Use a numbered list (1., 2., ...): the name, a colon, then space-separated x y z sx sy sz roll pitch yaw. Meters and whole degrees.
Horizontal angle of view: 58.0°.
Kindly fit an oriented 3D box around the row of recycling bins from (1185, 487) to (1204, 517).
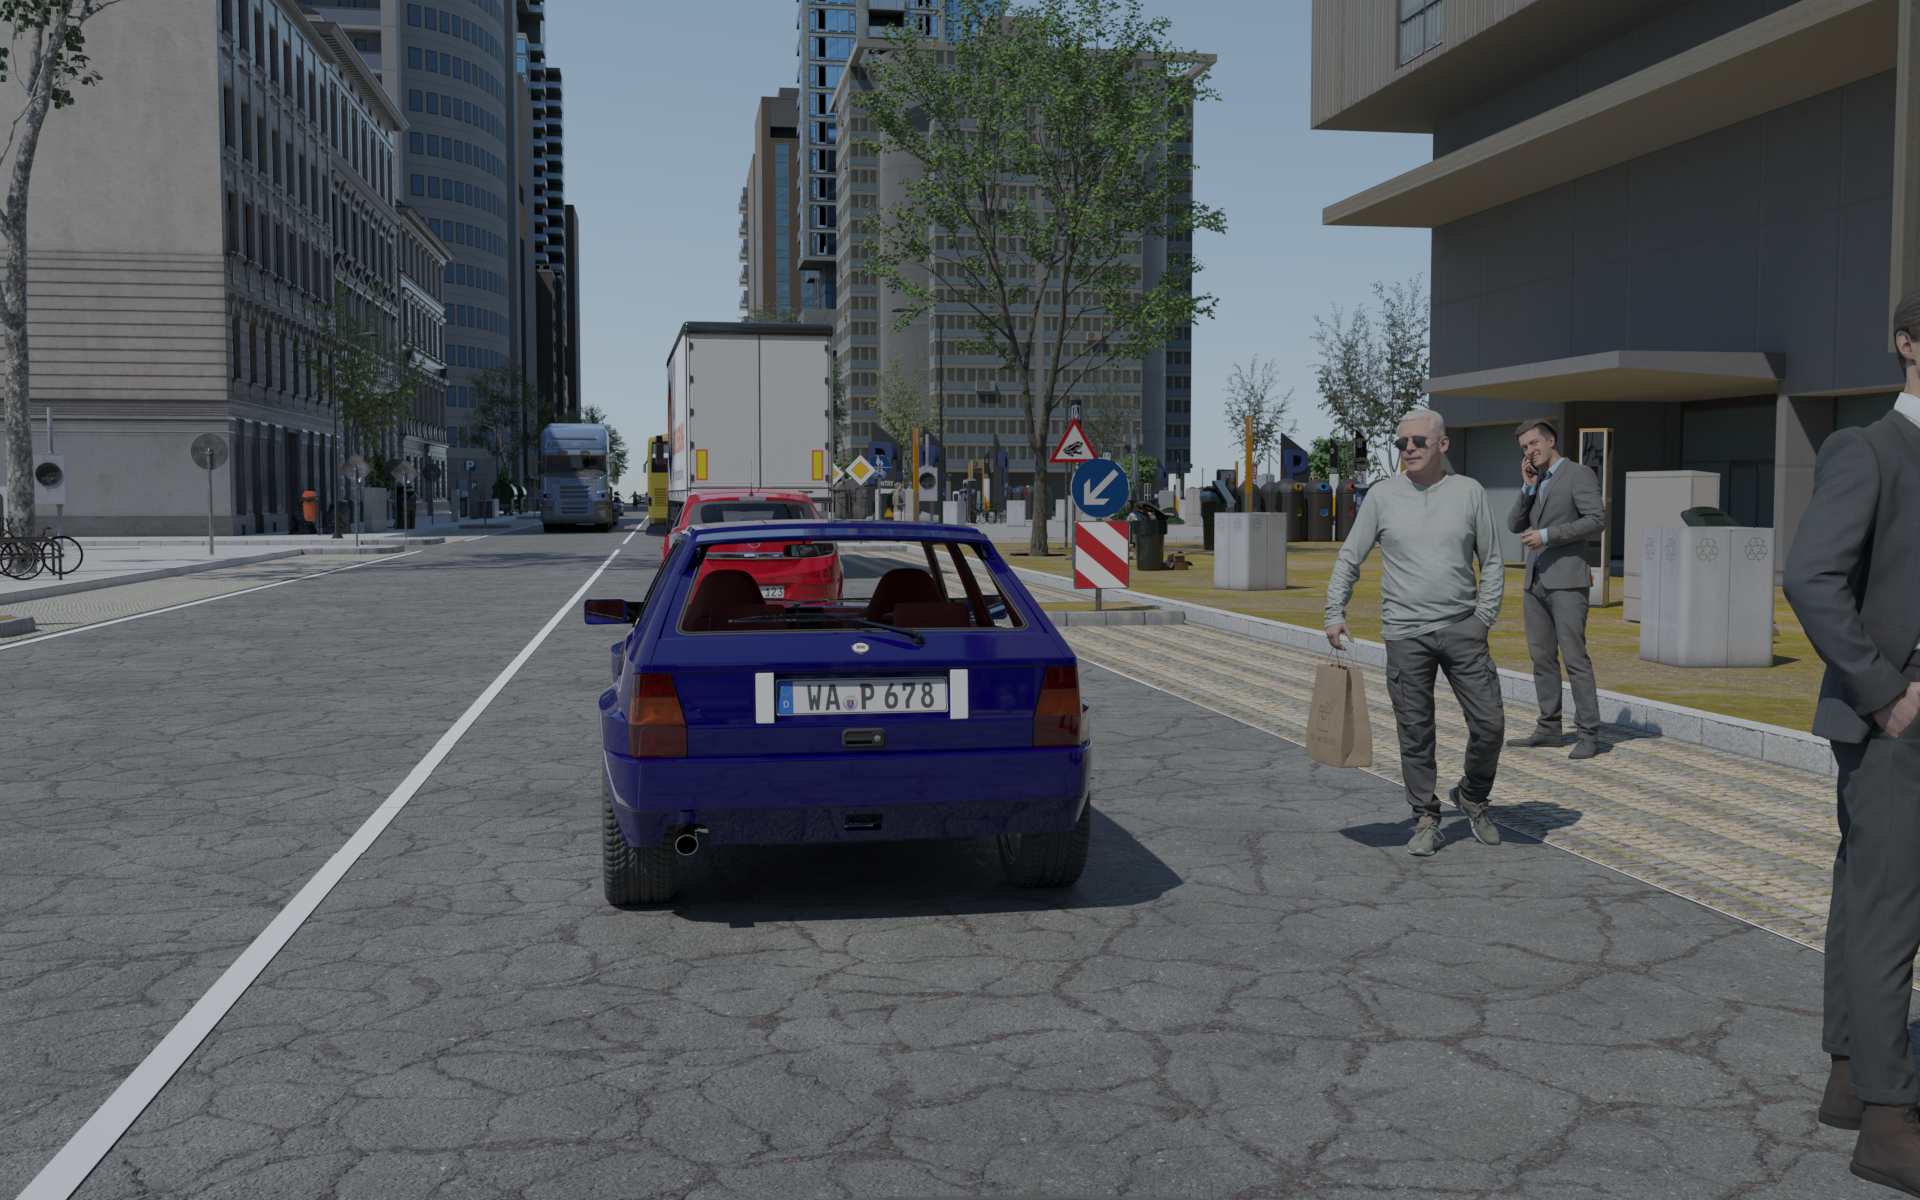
1. row of recycling bins: 14.019 -5.637 99.278 1.069 1.692 3.534 -1 4 -21

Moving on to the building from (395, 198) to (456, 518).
1. building: -35.444 -14.356 99.342 10.561 19.102 19.286 -1 4 -10

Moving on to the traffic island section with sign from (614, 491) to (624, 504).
1. traffic island section with sign: -50.771 -15.131 256.016 1.989 1.847 2.006 -1 4 -10

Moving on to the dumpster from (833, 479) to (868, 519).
1. dumpster: -4.141 -3.699 66.235 1.264 1.857 1.865 -1 4 -10

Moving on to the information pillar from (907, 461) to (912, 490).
1. information pillar: -3.464 -7.804 118.957 0.183 3.616 0.504 2 4 28

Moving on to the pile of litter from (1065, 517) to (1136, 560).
1. pile of litter: 2.920 -1.223 33.959 1.719 0.858 1.176 0 4 3

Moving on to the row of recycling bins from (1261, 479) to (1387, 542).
1. row of recycling bins: 10.056 -2.418 46.648 3.534 1.692 1.069 -1 4 -10

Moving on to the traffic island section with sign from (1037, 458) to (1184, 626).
1. traffic island section with sign: 1.297 -0.671 19.595 1.989 1.847 2.006 -1 4 -10

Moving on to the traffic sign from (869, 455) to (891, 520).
1. traffic sign: -2.617 -3.442 56.375 0.768 2.556 0.104 0 4 -7

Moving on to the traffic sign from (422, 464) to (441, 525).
1. traffic sign: -22.114 -4.430 72.537 0.768 2.556 0.104 0 4 -5

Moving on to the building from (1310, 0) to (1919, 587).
1. building: 22.443 -26.557 23.441 28.713 52.752 27.495 -1 4 -10

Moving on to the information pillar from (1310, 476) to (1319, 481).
1. information pillar: 14.808 -4.155 72.426 0.304 2.012 0.304 -1 4 -15

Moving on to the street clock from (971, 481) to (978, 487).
1. street clock: 0.694 -5.380 92.541 0.471 2.002 0.358 -3 4 -36

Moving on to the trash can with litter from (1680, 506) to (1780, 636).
1. trash can with litter: 6.835 -0.239 15.295 0.624 1.170 1.055 -1 4 -12

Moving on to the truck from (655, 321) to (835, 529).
1. truck: -4.385 -2.745 33.802 2.839 4.237 11.283 -1 4 -11

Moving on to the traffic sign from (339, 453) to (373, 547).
1. traffic sign: -14.660 -2.350 42.063 0.795 2.450 0.064 -1 4 -10

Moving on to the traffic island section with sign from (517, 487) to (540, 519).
1. traffic island section with sign: -24.310 -5.537 99.163 1.989 1.847 2.006 -1 4 -10

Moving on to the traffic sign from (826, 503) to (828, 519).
1. traffic sign: -5.658 -4.498 73.646 0.768 2.556 0.104 -1 4 -9

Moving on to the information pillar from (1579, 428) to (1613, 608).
1. information pillar: 7.167 -0.922 19.565 0.304 2.012 0.304 2 4 32

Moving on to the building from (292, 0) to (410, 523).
1. building: -31.975 -15.266 78.483 11.050 23.489 19.941 -1 4 -10

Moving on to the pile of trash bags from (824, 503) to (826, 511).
1. pile of trash bags: -10.230 -6.760 120.272 1.912 1.369 3.447 -1 4 -18

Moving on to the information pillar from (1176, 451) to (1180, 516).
1. information pillar: 11.858 -6.288 94.158 0.183 3.616 0.504 -1 4 -12

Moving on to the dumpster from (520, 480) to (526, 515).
1. dumpster: -28.061 -6.497 108.725 1.502 2.255 1.985 -1 4 -10

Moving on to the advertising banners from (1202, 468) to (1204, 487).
1. advertising banners: 15.999 -7.293 115.432 0.090 3.025 2.074 1 4 22

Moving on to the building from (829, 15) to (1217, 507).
1. building: 2.499 -27.716 145.044 32.217 40.220 23.993 -1 4 -10

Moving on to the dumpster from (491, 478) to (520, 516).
1. dumpster: -26.851 -6.070 101.732 1.502 2.255 1.985 -1 4 -10

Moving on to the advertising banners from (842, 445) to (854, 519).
1. advertising banners: -4.118 -4.109 63.377 0.090 3.025 2.074 0 4 7

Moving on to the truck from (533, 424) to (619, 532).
1. truck: -15.640 -5.032 72.027 2.967 4.110 18.799 -1 4 -10

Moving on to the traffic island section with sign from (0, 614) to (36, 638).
1. traffic island section with sign: -10.515 -0.533 17.345 1.989 1.847 2.006 -1 4 -10

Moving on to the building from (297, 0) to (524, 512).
1. building: -46.310 -36.255 134.772 21.231 58.520 28.212 -1 4 -10

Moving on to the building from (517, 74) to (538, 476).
1. building: -51.859 -32.443 180.556 14.600 45.320 14.200 -1 4 -10

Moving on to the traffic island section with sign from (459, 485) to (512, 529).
1. traffic island section with sign: -19.758 -3.885 72.143 1.989 1.847 2.006 -1 4 -10

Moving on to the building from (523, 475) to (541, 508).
1. building: -56.220 -28.671 160.650 32.217 40.220 23.993 -1 4 -10

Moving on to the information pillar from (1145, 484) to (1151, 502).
1. information pillar: 13.026 -7.084 120.312 0.304 2.012 0.304 -3 5 -43

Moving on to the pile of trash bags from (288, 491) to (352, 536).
1. pile of trash bags: -20.389 -2.766 54.974 1.912 1.369 3.447 -1 4 -13

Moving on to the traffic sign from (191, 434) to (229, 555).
1. traffic sign: -15.807 -2.227 36.510 0.768 2.556 0.104 0 4 -5

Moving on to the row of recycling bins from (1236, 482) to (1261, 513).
1. row of recycling bins: 10.063 -3.117 58.078 3.534 1.692 1.069 -2 4 -23

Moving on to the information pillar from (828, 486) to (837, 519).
1. information pillar: -5.681 -4.454 77.316 0.304 2.012 0.304 3 4 38

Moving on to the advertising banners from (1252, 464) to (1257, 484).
1. advertising banners: 17.214 -6.225 97.961 0.090 3.025 2.074 -3 5 -41

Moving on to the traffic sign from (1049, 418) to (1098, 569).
1. traffic sign: 1.943 -1.808 29.558 0.884 2.594 0.081 0 4 -7

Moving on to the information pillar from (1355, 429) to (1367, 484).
1. information pillar: 14.446 -4.352 62.506 0.504 3.616 0.183 -2 4 -26

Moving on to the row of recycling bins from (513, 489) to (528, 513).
1. row of recycling bins: -30.552 -6.923 120.306 1.069 1.692 3.534 -1 4 -20

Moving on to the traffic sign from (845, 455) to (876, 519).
1. traffic sign: -2.533 -2.473 44.080 0.795 2.450 0.064 -1 4 -10

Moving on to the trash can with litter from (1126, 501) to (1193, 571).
1. trash can with litter: 3.369 -1.088 29.181 1.055 1.170 0.624 -2 4 -29

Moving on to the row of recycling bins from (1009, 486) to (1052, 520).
1. row of recycling bins: 3.297 -4.874 86.807 1.069 1.692 3.534 -3 5 -40

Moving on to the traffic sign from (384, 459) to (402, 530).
1. traffic sign: -20.358 -3.812 62.431 0.768 2.556 0.104 0 3 0

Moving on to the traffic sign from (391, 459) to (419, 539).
1. traffic sign: -15.988 -2.831 49.937 0.795 2.450 0.064 -1 4 -10

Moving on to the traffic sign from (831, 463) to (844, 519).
1. traffic sign: -3.861 -2.955 51.954 0.795 2.450 0.064 -1 4 -10

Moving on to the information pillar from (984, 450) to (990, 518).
1. information pillar: 1.447 -6.232 93.249 0.183 3.616 0.504 -2 4 -29

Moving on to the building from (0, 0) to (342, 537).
1. building: -28.077 -12.878 59.710 9.793 20.994 18.267 -1 4 -10

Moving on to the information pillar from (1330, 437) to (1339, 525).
1. information pillar: 15.427 -4.898 71.442 0.183 3.616 0.504 -2 4 -30
